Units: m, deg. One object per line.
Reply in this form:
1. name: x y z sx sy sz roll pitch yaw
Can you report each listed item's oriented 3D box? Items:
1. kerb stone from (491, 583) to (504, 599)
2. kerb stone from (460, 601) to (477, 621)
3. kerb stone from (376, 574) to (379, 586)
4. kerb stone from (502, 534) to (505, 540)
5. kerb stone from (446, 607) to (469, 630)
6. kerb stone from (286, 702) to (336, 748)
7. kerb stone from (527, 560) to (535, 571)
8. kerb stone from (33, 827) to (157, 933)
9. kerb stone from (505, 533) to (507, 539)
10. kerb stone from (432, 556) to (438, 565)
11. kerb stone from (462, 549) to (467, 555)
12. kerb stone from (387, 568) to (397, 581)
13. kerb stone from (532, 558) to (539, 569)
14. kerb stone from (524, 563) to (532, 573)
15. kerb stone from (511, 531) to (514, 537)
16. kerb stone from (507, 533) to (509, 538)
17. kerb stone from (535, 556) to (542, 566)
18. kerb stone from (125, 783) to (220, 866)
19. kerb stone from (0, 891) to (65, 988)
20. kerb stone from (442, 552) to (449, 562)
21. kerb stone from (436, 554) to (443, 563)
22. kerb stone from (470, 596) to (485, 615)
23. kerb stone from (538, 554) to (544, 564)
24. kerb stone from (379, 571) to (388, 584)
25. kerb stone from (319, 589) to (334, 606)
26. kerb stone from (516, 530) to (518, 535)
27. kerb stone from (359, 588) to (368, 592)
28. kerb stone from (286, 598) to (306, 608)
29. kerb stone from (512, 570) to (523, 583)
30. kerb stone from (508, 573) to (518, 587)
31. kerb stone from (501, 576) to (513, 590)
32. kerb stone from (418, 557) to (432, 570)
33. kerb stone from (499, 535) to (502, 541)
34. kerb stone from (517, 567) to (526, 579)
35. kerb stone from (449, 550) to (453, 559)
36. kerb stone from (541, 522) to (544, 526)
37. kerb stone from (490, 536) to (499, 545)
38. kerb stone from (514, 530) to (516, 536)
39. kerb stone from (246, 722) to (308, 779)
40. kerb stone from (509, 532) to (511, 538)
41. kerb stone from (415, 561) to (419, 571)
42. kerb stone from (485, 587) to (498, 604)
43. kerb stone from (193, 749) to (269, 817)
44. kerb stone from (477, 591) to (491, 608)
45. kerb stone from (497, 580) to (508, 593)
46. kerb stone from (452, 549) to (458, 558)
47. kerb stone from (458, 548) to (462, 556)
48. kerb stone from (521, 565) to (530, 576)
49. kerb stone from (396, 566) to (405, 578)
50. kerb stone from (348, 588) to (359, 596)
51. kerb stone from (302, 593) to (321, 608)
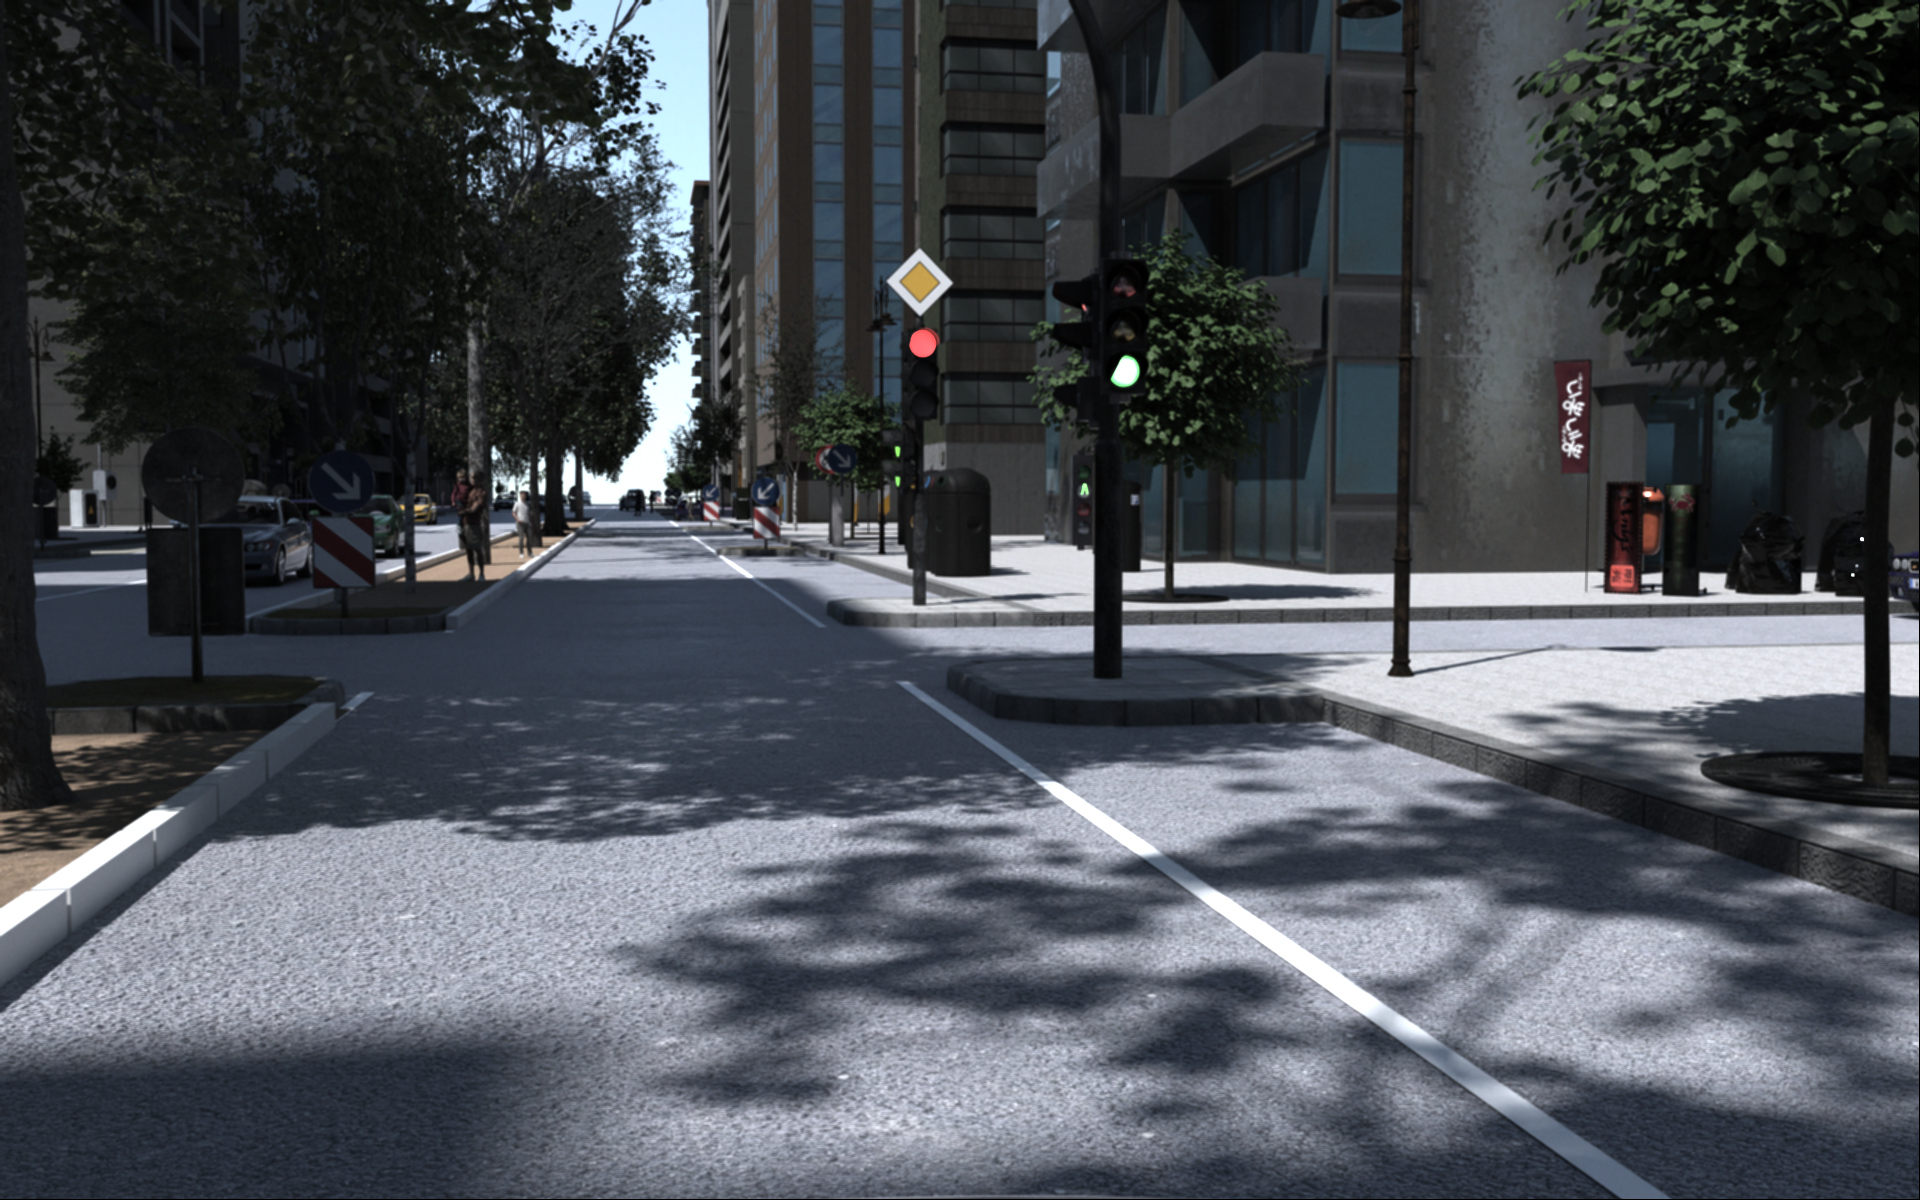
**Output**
1. kerb stone: -6.387 -0.095 23.752 0.120 0.150 1.000 -1 4 -11
2. kerb stone: -5.632 0.151 19.726 0.120 0.150 1.000 -1 4 -11
3. kerb stone: -9.045 -0.261 26.460 0.120 0.150 1.000 -1 4 -11
4. kerb stone: -14.012 -1.861 52.618 0.120 0.150 1.000 -1 4 -11
5. kerb stone: -5.443 0.212 18.722 0.120 0.150 1.000 -1 4 -11
6. kerb stone: -3.812 0.736 10.164 0.120 0.150 1.000 -1 4 -11
7. kerb stone: -7.933 -0.587 31.805 0.120 0.150 1.000 -1 4 -11
8. kerb stone: -3.050 0.983 6.124 0.120 0.150 1.000 -1 4 -11
9. kerb stone: -14.200 -1.916 53.623 0.120 0.150 1.000 -1 4 -11
10. kerb stone: -10.577 -0.752 34.504 0.120 0.150 1.000 -1 4 -11
11. kerb stone: -11.721 -1.121 40.555 0.120 0.150 1.000 -1 4 -11
12. kerb stone: -9.423 -0.384 28.469 0.120 0.150 1.000 -1 4 -11
13. kerb stone: -8.119 -0.649 32.813 0.120 0.150 1.000 -1 4 -11
14. kerb stone: -7.741 -0.526 30.801 0.120 0.150 1.000 -1 4 -11
15. kerb stone: -14.777 -2.107 56.650 0.120 0.150 1.000 -1 4 -11
16. kerb stone: -14.392 -1.984 54.627 0.120 0.150 1.000 -1 4 -11
17. kerb stone: -8.309 -0.711 33.818 0.120 0.150 1.000 -1 4 -11
18. kerb stone: -3.239 0.921 7.129 0.120 0.150 1.000 -1 4 -11
19. kerb stone: -2.862 1.045 5.116 0.120 0.150 1.000 -1 4 -11
20. kerb stone: -10.952 -0.876 36.523 0.120 0.150 1.000 -1 4 -11
21. kerb stone: -10.766 -0.814 35.518 0.120 0.150 1.000 -1 4 -11
22. kerb stone: -5.822 0.093 20.730 0.120 0.150 1.000 -1 4 -11
23. kerb stone: -8.500 -0.773 34.829 0.120 0.150 1.000 -1 4 -11
24. kerb stone: -9.240 -0.321 27.464 0.120 0.150 1.000 -1 4 -11
25. kerb stone: -8.275 -0.010 22.435 0.120 0.150 1.000 -1 4 -11
26. kerb stone: -15.163 -2.227 58.658 0.120 0.150 1.000 -1 4 -11
27. kerb stone: -8.845 -0.199 25.452 0.120 0.150 1.000 -1 4 -11
28. kerb stone: -7.901 0.110 20.423 0.120 0.150 1.000 -1 4 -11
29. kerb stone: -7.150 -0.342 27.782 0.120 0.150 1.000 -1 4 -11
30. kerb stone: -6.968 -0.280 26.770 0.120 0.150 1.000 -1 4 -11
31. kerb stone: -6.777 -0.218 25.759 0.120 0.150 1.000 -1 4 -11
32. kerb stone: -10.382 -0.691 33.500 0.120 0.150 1.000 -1 4 -11
33. kerb stone: -13.821 -1.799 51.614 0.120 0.150 1.000 -1 4 -11
34. kerb stone: -7.351 -0.403 28.785 0.120 0.150 1.000 -1 4 -11
35. kerb stone: -11.150 -0.935 37.530 0.120 0.150 1.000 -1 4 -11
36. kerb stone: -19.361 -3.584 80.801 0.120 0.150 1.000 -1 4 -11
37. kerb stone: -13.632 -1.738 50.610 0.120 0.150 1.000 -1 4 -11
38. kerb stone: -14.963 -2.169 57.655 0.120 0.150 1.000 -1 4 -11
39. kerb stone: -3.619 0.798 9.160 0.120 0.150 1.000 -1 4 -11
40. kerb stone: -14.590 -2.041 55.641 0.120 0.150 1.000 -1 4 -11
41. kerb stone: -9.998 -0.569 31.491 0.120 0.150 1.000 -1 4 -11
42. kerb stone: -6.204 -0.034 22.747 0.120 0.150 1.000 -1 4 -11
43. kerb stone: -3.431 0.860 8.142 0.120 0.150 1.000 -1 4 -11
44. kerb stone: -6.016 0.028 21.733 0.120 0.150 1.000 -1 4 -11
45. kerb stone: -6.589 -0.156 24.754 0.120 0.150 1.000 -1 4 -11
46. kerb stone: -11.339 -0.997 38.542 0.120 0.150 1.000 -1 4 -11
47. kerb stone: -11.537 -1.061 39.544 0.120 0.150 1.000 -1 4 -11
48. kerb stone: -7.542 -0.459 29.799 0.120 0.150 1.000 -1 4 -11
49. kerb stone: -9.625 -0.444 29.481 0.120 0.150 1.000 -1 4 -11
50. kerb stone: -8.666 -0.137 24.441 0.120 0.150 1.000 -1 4 -11
51. kerb stone: -8.093 0.047 21.429 0.120 0.150 1.000 -1 4 -11
